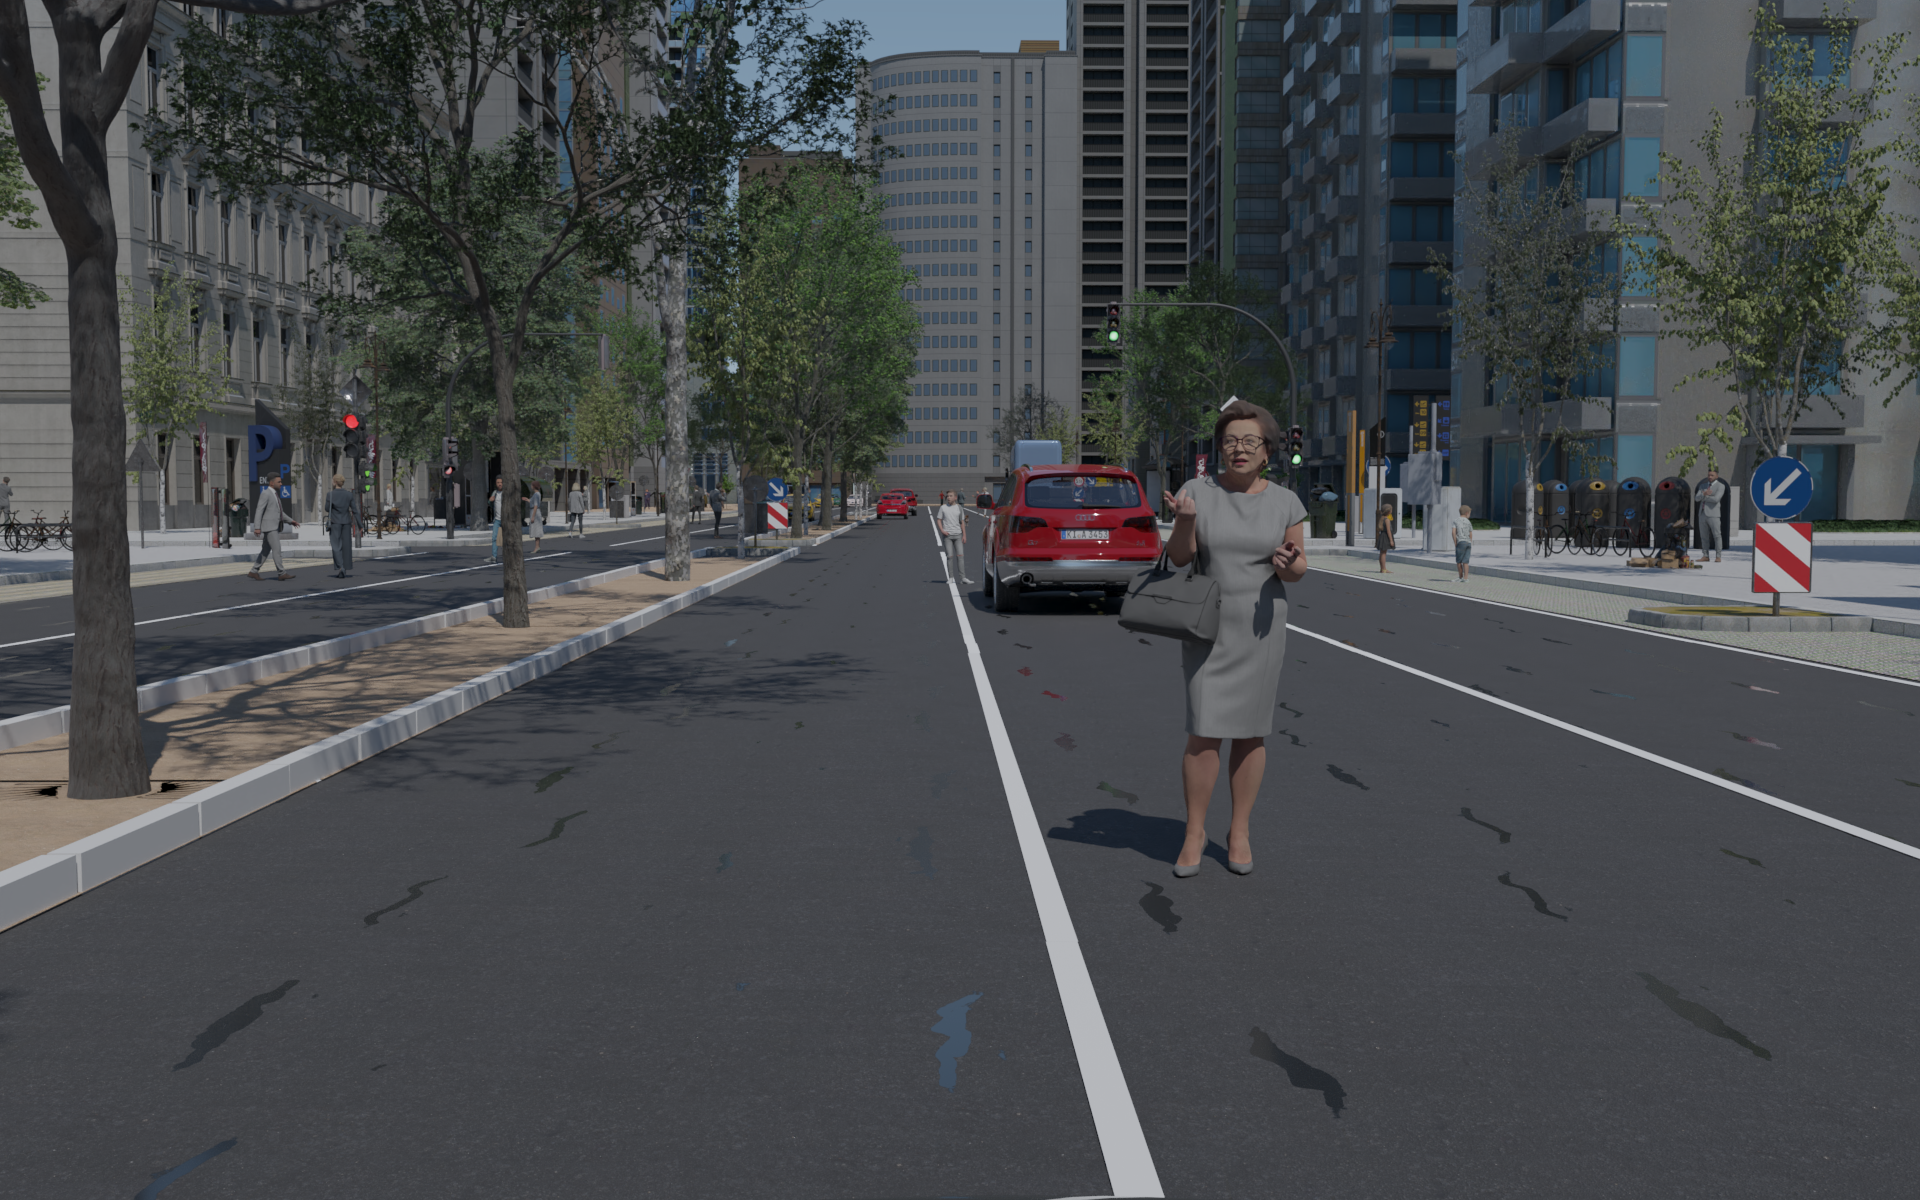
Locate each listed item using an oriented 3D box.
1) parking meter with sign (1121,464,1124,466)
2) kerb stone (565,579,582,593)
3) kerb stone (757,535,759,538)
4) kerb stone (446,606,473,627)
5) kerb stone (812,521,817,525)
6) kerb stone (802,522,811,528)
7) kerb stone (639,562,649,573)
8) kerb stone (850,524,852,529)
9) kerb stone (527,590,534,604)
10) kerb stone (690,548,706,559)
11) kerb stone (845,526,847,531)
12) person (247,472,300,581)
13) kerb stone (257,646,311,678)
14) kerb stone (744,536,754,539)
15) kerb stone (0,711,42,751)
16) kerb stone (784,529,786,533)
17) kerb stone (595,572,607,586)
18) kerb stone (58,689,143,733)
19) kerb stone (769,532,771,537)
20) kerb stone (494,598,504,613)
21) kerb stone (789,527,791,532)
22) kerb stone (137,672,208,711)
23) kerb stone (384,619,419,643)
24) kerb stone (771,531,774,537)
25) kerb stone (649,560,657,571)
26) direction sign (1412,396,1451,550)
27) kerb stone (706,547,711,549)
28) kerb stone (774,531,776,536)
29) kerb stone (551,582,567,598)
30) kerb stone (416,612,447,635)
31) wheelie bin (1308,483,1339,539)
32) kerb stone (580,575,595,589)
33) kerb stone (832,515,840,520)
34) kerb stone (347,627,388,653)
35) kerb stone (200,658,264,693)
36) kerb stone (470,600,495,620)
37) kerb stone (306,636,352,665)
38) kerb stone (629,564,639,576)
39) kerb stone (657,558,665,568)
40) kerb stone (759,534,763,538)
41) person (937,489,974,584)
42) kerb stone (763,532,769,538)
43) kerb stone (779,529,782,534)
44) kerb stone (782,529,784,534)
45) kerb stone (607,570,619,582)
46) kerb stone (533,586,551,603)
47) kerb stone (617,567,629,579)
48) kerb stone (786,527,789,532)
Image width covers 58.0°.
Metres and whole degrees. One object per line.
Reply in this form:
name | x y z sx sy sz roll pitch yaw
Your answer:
parking meter with sign | 9.479 -6.421 101.244 0.543 3.016 1.738 1 4 18
kerb stone | -5.686 -0.177 25.126 0.120 0.150 1.000 0 4 -1
kerb stone | -6.246 -1.842 52.310 0.120 0.150 1.000 0 4 -1
kerb stone | -5.558 0.196 18.984 0.120 0.150 1.000 0 4 -1
kerb stone | -6.807 -3.533 79.961 0.120 0.150 1.000 0 4 -1
kerb stone | -6.736 -3.281 75.869 0.120 0.150 1.000 0 4 -1
kerb stone | -5.809 -0.555 31.273 0.120 0.150 1.000 0 4 -1
kerb stone | -4.473 -2.846 68.732 0.120 0.150 1.000 0 4 -1
kerb stone | -5.626 0.010 22.049 0.120 0.150 1.000 0 4 -1
kerb stone | -5.977 -1.056 39.468 0.120 0.150 1.000 0 4 -1
kerb stone | -4.395 -2.596 64.632 0.120 0.150 1.000 0 4 -1
person | -11.389 -1.214 28.630 0.850 1.792 0.678 0 4 -2
kerb stone | -5.461 0.509 13.875 0.120 0.150 1.000 0 4 -1
kerb stone | -6.225 -1.777 51.284 0.120 0.150 1.000 0 4 -1
kerb stone | -5.375 0.763 9.765 0.120 0.150 1.000 0 4 -1
kerb stone | -6.460 -2.469 62.559 0.120 0.150 1.000 0 4 -1
kerb stone | -5.735 -0.304 27.170 0.120 0.150 1.000 0 4 -1
kerb stone | -5.397 0.704 10.795 0.120 0.150 1.000 0 4 -1
kerb stone | -6.332 -2.085 56.408 0.120 0.150 1.000 0 4 -1
kerb stone | -5.603 0.071 21.027 0.120 0.150 1.000 0 4 -1
kerb stone | -6.503 -2.594 64.606 0.120 0.150 1.000 0 4 -1
kerb stone | -5.420 0.637 11.825 0.120 0.150 1.000 0 4 -1
kerb stone | -5.524 0.321 16.940 0.120 0.150 1.000 0 4 -1
kerb stone | -6.349 -2.155 57.432 0.120 0.150 1.000 0 4 -1
kerb stone | -5.830 -0.618 32.299 0.120 0.150 1.000 0 4 -1
direction sign | 10.859 -2.932 39.934 0.876 3.537 0.379 0 4 -5
kerb stone | -6.006 -1.109 40.490 0.120 0.150 1.000 0 4 -1
kerb stone | -6.369 -2.217 58.454 0.120 0.150 1.000 0 4 -1
kerb stone | -5.670 -0.113 24.105 0.120 0.150 1.000 0 4 -1
kerb stone | -5.544 0.259 17.962 0.120 0.150 1.000 0 4 -1
wheelie bin | 10.470 -2.568 49.901 0.693 1.594 0.980 -3 5 -40
kerb stone | -5.709 -0.242 26.148 0.120 0.150 1.000 0 4 -1
kerb stone | -7.249 -4.850 101.497 0.120 0.150 1.000 0 4 -1
kerb stone | -5.498 0.384 15.918 0.120 0.150 1.000 0 4 -1
kerb stone | -5.437 0.572 12.847 0.120 0.150 1.000 0 4 -1
kerb stone | -5.582 0.134 20.005 0.120 0.150 1.000 0 4 -1
kerb stone | -5.481 0.446 14.897 0.120 0.150 1.000 0 4 -1
kerb stone | -5.799 -0.492 30.248 0.120 0.150 1.000 0 4 -1
kerb stone | -5.857 -0.680 33.321 0.120 0.150 1.000 0 4 -1
kerb stone | -6.265 -1.905 53.335 0.120 0.150 1.000 0 4 -1
person | -0.079 -1.009 27.598 0.503 1.515 0.523 -3 5 -43
kerb stone | -6.310 -2.029 55.386 0.120 0.150 1.000 0 4 -1
kerb stone | -6.404 -2.338 60.504 0.120 0.150 1.000 0 4 -1
kerb stone | -6.435 -2.404 61.536 0.120 0.150 1.000 0 4 -1
kerb stone | -5.746 -0.365 28.192 0.120 0.150 1.000 0 4 -1
kerb stone | -5.645 -0.052 23.072 0.120 0.150 1.000 0 4 -1
kerb stone | -5.772 -0.429 29.214 0.120 0.150 1.000 0 4 -1
kerb stone | -6.475 -2.531 63.585 0.120 0.150 1.000 0 4 -1
